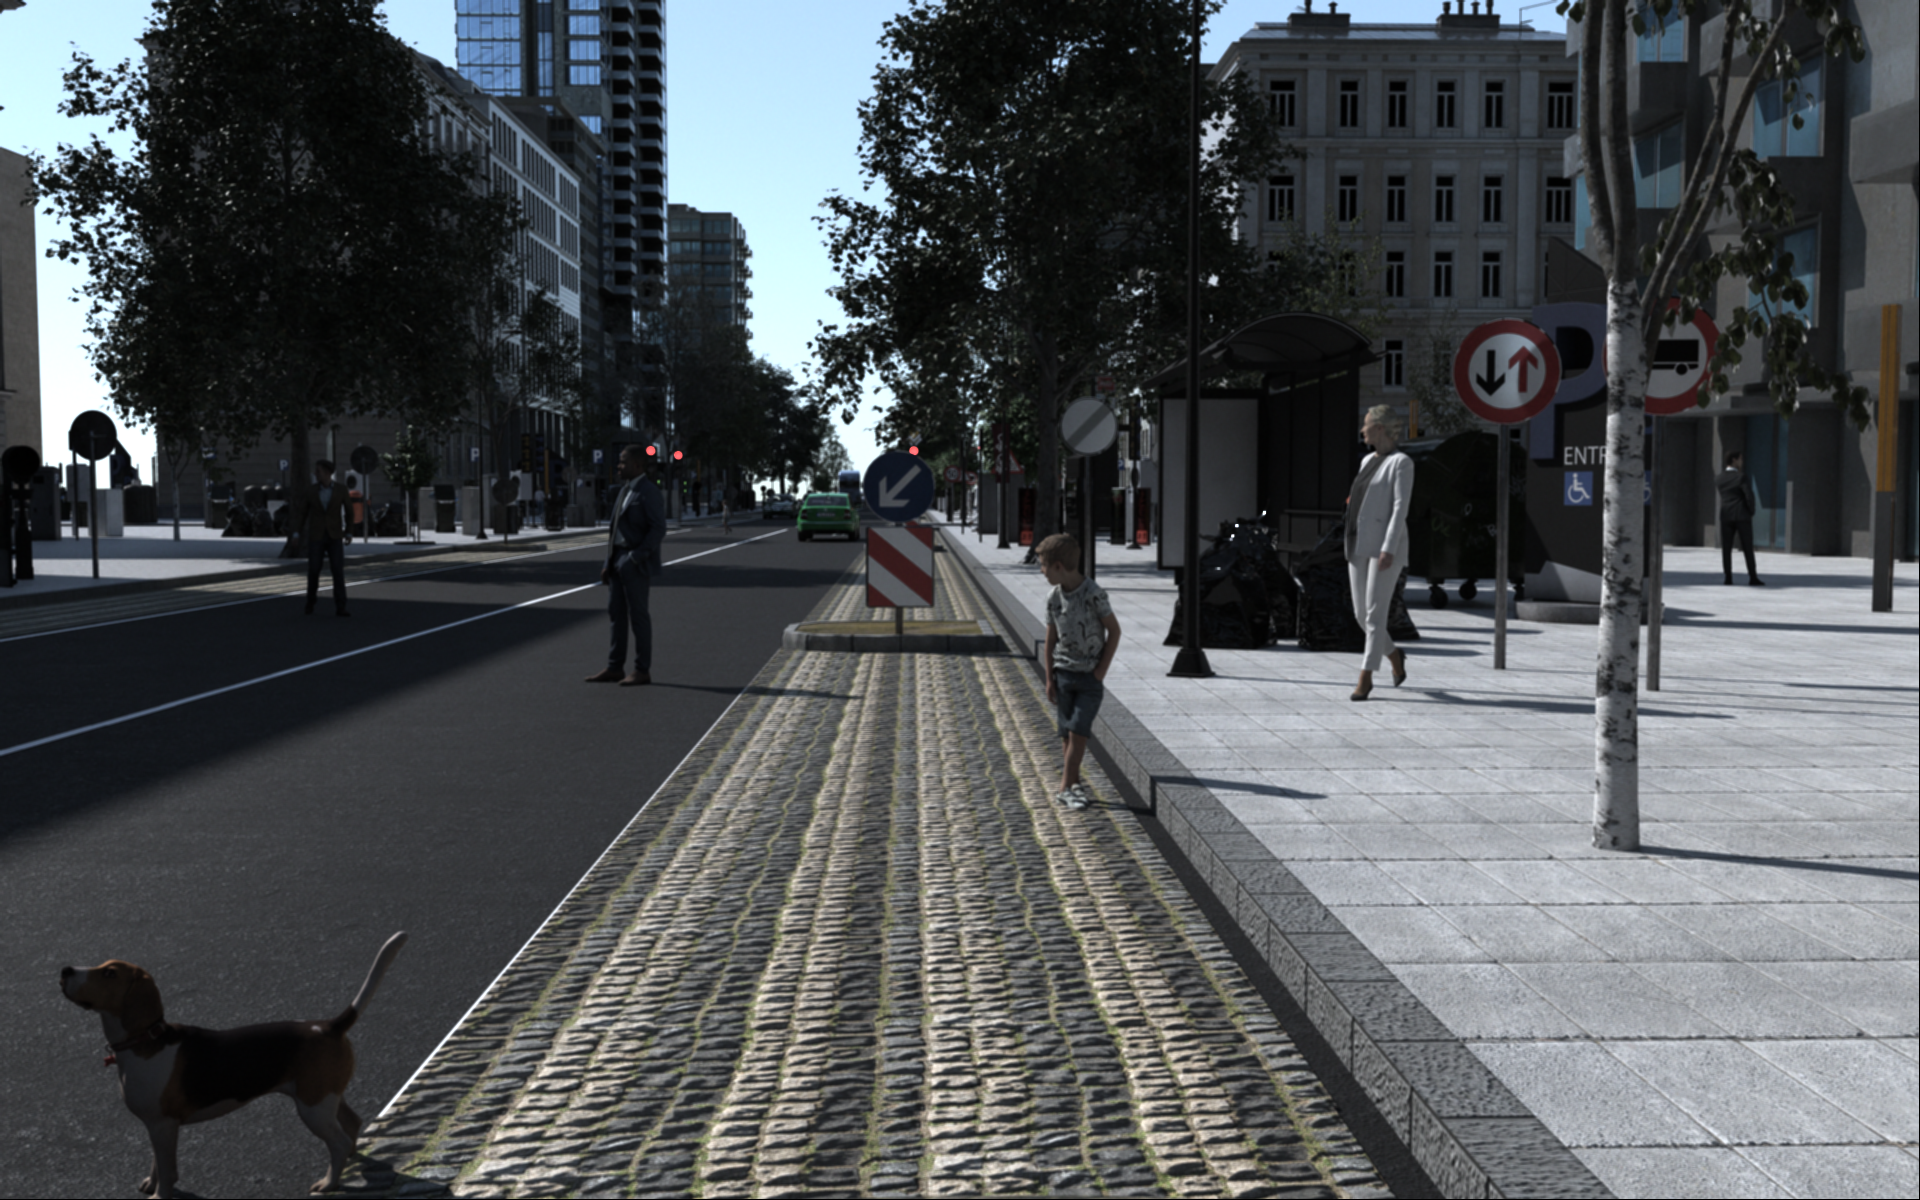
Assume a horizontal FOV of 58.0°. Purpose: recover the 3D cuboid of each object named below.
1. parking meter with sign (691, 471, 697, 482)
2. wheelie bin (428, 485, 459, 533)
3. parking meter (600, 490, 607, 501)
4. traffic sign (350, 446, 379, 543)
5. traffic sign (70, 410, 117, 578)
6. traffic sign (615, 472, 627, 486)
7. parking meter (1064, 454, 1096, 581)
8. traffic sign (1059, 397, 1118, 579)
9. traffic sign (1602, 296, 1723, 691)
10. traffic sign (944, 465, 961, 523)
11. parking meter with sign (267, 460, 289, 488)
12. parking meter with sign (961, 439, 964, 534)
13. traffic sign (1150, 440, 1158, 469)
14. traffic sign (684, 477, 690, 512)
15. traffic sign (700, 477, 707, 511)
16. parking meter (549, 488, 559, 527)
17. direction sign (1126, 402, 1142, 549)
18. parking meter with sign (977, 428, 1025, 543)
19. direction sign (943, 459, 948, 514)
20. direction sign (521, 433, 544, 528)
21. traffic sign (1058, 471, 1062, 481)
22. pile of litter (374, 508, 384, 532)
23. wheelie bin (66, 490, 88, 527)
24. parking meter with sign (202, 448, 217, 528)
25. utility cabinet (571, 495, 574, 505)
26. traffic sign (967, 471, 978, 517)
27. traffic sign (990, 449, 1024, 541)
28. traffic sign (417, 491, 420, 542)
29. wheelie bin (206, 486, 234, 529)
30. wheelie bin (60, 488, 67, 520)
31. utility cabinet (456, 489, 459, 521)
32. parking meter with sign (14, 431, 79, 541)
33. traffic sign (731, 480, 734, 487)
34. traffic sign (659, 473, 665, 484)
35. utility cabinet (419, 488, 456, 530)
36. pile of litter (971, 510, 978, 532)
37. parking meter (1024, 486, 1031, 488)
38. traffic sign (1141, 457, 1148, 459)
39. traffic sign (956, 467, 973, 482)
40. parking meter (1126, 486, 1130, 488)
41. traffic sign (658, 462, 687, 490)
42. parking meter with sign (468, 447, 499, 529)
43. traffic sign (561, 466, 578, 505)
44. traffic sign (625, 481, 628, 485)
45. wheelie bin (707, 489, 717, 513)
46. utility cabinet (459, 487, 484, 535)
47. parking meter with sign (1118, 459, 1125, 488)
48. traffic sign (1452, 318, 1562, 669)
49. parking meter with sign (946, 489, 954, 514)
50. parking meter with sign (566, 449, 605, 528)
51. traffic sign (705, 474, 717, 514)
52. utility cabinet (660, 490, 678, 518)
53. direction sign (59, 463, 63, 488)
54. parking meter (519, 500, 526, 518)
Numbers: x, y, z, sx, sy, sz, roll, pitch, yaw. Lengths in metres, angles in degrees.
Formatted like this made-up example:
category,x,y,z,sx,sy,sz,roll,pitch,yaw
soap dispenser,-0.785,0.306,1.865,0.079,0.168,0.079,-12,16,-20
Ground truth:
category,x,y,z,sx,sy,sz,roll,pitch,yaw
parking meter with sign,-20.075,-8.276,131.580,0.543,3.016,1.738,-1,4,-16
wheelie bin,-17.200,-3.041,57.632,0.980,1.594,0.693,-2,4,-27
parking meter,-27.318,-7.571,132.191,0.372,1.533,0.369,0,3,0
traffic sign,-15.655,-2.779,45.548,0.768,2.556,0.104,0,4,4
traffic sign,-13.147,-1.601,26.276,0.768,2.556,0.104,0,4,7
traffic sign,-18.761,-5.862,95.946,0.768,2.556,0.104,0,4,4
parking meter,1.629,-1.088,23.503,0.399,1.863,0.255,-3,5,-43
traffic sign,1.688,-1.387,22.781,0.768,2.556,0.104,0,4,5
traffic sign,4.525,-0.681,11.233,0.768,2.556,0.104,0,4,5
traffic sign,-0.332,-4.649,76.120,0.768,2.556,0.104,0,4,4
parking meter with sign,-34.921,-5.624,88.220,1.738,3.016,0.543,2,4,35
parking meter with sign,0.915,-3.608,55.254,1.738,3.016,0.543,0,4,1
traffic sign,4.628,-2.366,38.796,0.768,2.556,0.104,0,4,0
traffic sign,-19.366,-7.453,121.959,0.768,2.556,0.104,0,4,7
traffic sign,-18.942,-7.789,127.462,0.768,2.556,0.104,0,4,5
parking meter,-15.986,-3.656,68.180,0.372,1.533,0.369,0,3,0
direction sign,4.068,-2.955,40.318,0.379,3.537,0.876,1,4,22
parking meter with sign,1.372,-3.032,45.829,1.738,3.016,0.543,0,4,-2
direction sign,-0.761,-7.184,109.456,0.379,3.537,0.876,-3,5,-44
direction sign,-15.999,-4.459,64.909,0.876,3.537,0.379,-2,4,-33
traffic sign,4.122,-4.230,69.270,0.768,2.556,0.104,0,4,-1
pile of litter,-18.863,-2.606,56.566,1.719,0.858,1.176,1,4,10
wheelie bin,-33.703,-3.604,66.841,0.980,1.594,0.693,0,4,7
parking meter with sign,-28.397,-4.246,65.679,0.543,3.016,1.738,-1,4,-18
utility cabinet,-25.726,-6.307,114.275,0.306,1.237,1.020,0,4,3
traffic sign,0.605,-5.920,96.894,0.768,2.556,0.104,0,4,-1
traffic sign,1.232,-2.765,45.205,0.884,2.594,0.081,0,4,1
traffic sign,-14.628,-2.858,46.737,0.884,2.594,0.081,0,4,6
wheelie bin,-27.274,-3.423,63.870,0.980,1.594,0.693,-1,4,-17
wheelie bin,-43.904,-4.697,84.708,0.980,1.594,0.693,2,4,35
utility cabinet,-23.017,-4.431,81.125,1.173,1.500,0.318,-3,5,-41
parking meter with sign,-25.236,-3.148,47.734,1.738,3.016,0.543,0,4,-6
traffic sign,-16.369,-7.712,126.089,0.884,2.594,0.081,0,4,-1
traffic sign,-17.300,-6.070,99.347,0.768,2.556,0.104,0,4,3
utility cabinet,-18.489,-3.203,61.053,1.173,1.500,0.318,-2,4,-25
pile of litter,1.012,-2.758,59.053,1.176,0.858,1.719,-1,4,-17
parking meter,2.142,-2.733,53.096,0.372,1.533,0.369,0,3,0
traffic sign,5.067,-2.766,47.351,0.606,2.300,0.079,0,4,4
traffic sign,0.133,-4.712,77.047,0.884,2.594,0.081,0,4,4
parking meter,12.283,-7.376,126.309,0.255,1.863,0.399,-1,4,-21
traffic sign,-18.547,-7.144,110.674,2.265,3.308,0.079,0,4,4
parking meter with sign,-17.441,-4.147,64.070,1.738,3.016,0.543,3,5,40
traffic sign,-17.918,-4.853,79.458,0.768,2.556,0.104,0,4,8
traffic sign,-19.512,-6.217,101.753,0.768,2.556,0.104,0,4,2
wheelie bin,-16.348,-6.518,114.478,0.693,1.594,0.980,-1,4,-17
utility cabinet,-15.126,-2.762,53.833,0.318,1.500,1.173,0,4,3
parking meter with sign,7.694,-5.582,87.532,0.543,3.016,1.738,-1,4,-20
traffic sign,3.960,-0.766,12.625,0.768,2.556,0.104,0,4,6
parking meter with sign,-0.695,-7.109,112.497,0.543,3.016,1.738,-1,4,-12
parking meter with sign,-14.487,-4.321,66.901,0.543,3.016,1.738,2,4,28
traffic sign,-15.876,-6.752,110.507,0.768,2.556,0.104,0,4,8
utility cabinet,-15.514,-5.132,92.581,1.173,1.500,0.318,-3,5,-40
direction sign,-64.836,-8.131,124.946,0.379,3.537,0.876,-1,4,-15
parking meter,-23.914,-5.280,94.742,0.372,1.533,0.369,0,3,0
